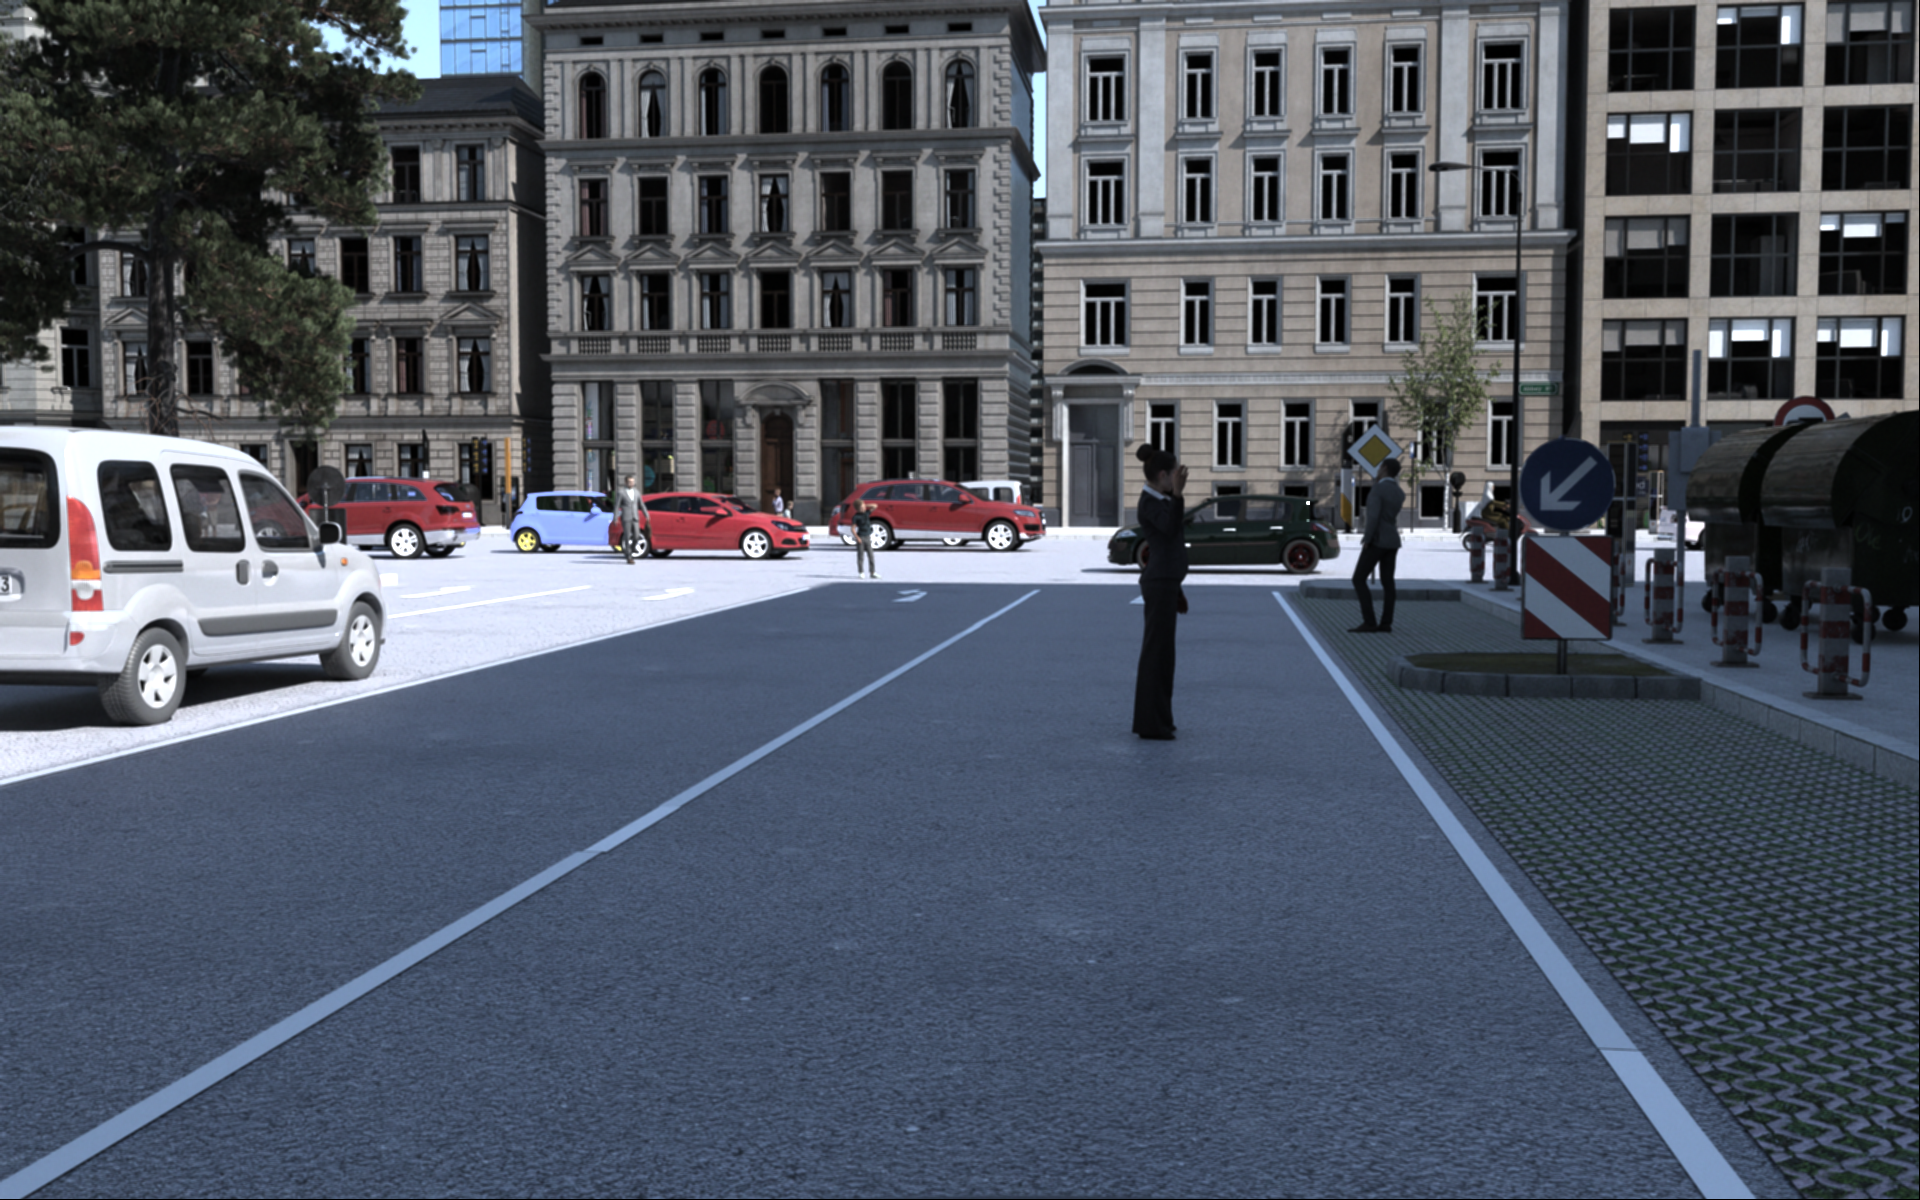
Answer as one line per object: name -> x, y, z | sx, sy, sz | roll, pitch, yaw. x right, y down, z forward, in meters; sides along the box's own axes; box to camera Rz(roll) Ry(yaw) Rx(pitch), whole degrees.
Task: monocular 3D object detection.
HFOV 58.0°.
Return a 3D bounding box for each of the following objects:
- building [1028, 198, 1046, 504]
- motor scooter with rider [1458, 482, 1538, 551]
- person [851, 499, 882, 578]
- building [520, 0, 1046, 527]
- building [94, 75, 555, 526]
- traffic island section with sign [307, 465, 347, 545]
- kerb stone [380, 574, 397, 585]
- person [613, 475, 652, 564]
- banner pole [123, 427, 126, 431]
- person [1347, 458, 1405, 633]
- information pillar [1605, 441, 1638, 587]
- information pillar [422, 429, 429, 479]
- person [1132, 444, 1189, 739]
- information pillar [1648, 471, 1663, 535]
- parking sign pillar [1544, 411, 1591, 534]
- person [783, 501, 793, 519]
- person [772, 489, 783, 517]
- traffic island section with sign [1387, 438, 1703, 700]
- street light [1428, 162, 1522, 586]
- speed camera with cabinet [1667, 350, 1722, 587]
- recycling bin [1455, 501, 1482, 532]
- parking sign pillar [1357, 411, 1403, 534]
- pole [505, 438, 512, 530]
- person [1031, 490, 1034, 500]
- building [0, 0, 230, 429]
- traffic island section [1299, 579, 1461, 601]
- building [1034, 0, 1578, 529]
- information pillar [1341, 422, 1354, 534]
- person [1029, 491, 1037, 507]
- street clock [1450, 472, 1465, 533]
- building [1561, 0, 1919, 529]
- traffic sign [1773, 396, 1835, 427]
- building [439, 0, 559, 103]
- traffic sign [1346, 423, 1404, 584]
building -> 11.131, -33.552, 232.171 | 14.086, 41.232, 14.154 | 0, 4, 8
motor scooter with rider -> 13.447, -2.089, 43.121 | 1.986, 1.779, 0.876 | 1, 4, 9
person -> -1.593, -1.040, 29.421 | 0.435, 1.345, 0.340 | -3, 4, -38
building -> -6.637, -14.910, 72.650 | 19.941, 23.489, 11.050 | 0, 4, 8
building -> -26.319, -12.892, 75.406 | 19.286, 19.102, 10.561 | 0, 4, 8
traffic island section with sign -> -10.208, -1.160, 27.098 | 2.006, 1.907, 1.989 | 0, 4, 8
kerb stone -> -9.144, -0.308, 27.237 | 0.120, 0.150, 1.000 | 0, 4, 8
person -> -6.731, -1.642, 35.471 | 0.709, 1.813, 0.853 | -3, 5, -40
banner pole -> -31.208, -4.545, 64.326 | 0.863, 3.779, 0.401 | 0, 4, -1
person -> 4.309, -0.562, 17.876 | 0.592, 1.802, 0.473 | -2, 4, -26
information pillar -> 9.176, -1.196, 24.051 | 0.304, 2.012, 0.304 | -3, 5, -41
information pillar -> -19.320, -4.362, 62.669 | 0.183, 3.616, 0.504 | 0, 4, -1
person -> 1.252, -0.048, 10.083 | 0.445, 1.727, 0.742 | -1, 4, -21
information pillar -> 22.105, -3.091, 55.022 | 0.304, 2.012, 0.304 | -3, 5, -41
parking sign pillar -> 19.690, -4.133, 56.045 | 1.447, 3.967, 1.447 | 2, 4, 35
person -> -4.511, -1.974, 45.464 | 0.352, 1.250, 0.332 | 2, 4, 28
person -> -5.374, -2.473, 51.001 | 0.319, 1.574, 0.516 | 1, 4, 11
traffic island section with sign -> 4.286, -0.269, 13.021 | 1.989, 1.847, 2.006 | 0, 4, 8
street light -> 7.248, -3.166, 24.304 | 1.470, 5.913, 1.316 | 0, 4, 8
speed camera with cabinet -> 10.823, -1.800, 23.764 | 2.038, 3.252, 0.660 | 2, 4, 23
recycling bin -> 17.359, -2.842, 59.023 | 0.722, 1.027, 0.722 | -1, 4, -11
parking sign pillar -> 13.502, -4.103, 55.559 | 1.447, 3.967, 1.447 | 1, 4, 10
pole -> -16.311, -4.200, 62.520 | 0.158, 3.312, 0.155 | 0, 3, 0
person -> 6.659, -9.299, 160.667 | 0.705, 1.807, 1.348 | 1, 4, 11
building -> -57.169, -18.777, 83.422 | 44.131, 29.872, 17.030 | 0, 4, 8
traffic island section -> 5.888, -0.143, 24.619 | 2.009, 0.180, 2.903 | 0, 4, 8
building -> 13.594, -17.428, 70.850 | 20.117, 28.700, 13.634 | 0, 4, 8
information pillar -> 12.563, -3.967, 56.214 | 0.504, 3.616, 0.183 | -3, 4, -38
person -> 6.462, -9.041, 157.148 | 1.217, 1.723, 0.721 | 0, 4, 3
street clock -> 16.236, -3.179, 56.551 | 0.358, 2.002, 0.471 | -2, 4, -31
building -> 40.861, -16.237, 69.993 | 34.151, 26.468, 19.350 | 0, 4, 8
traffic sign -> 10.983, -1.376, 22.598 | 0.768, 2.556, 0.104 | 1, 4, 10
building -> -28.551, -50.517, 138.629 | 22.319, 86.520, 31.000 | 0, 4, 8
traffic sign -> 5.864, -1.278, 24.545 | 0.795, 2.450, 0.064 | 0, 4, 8
